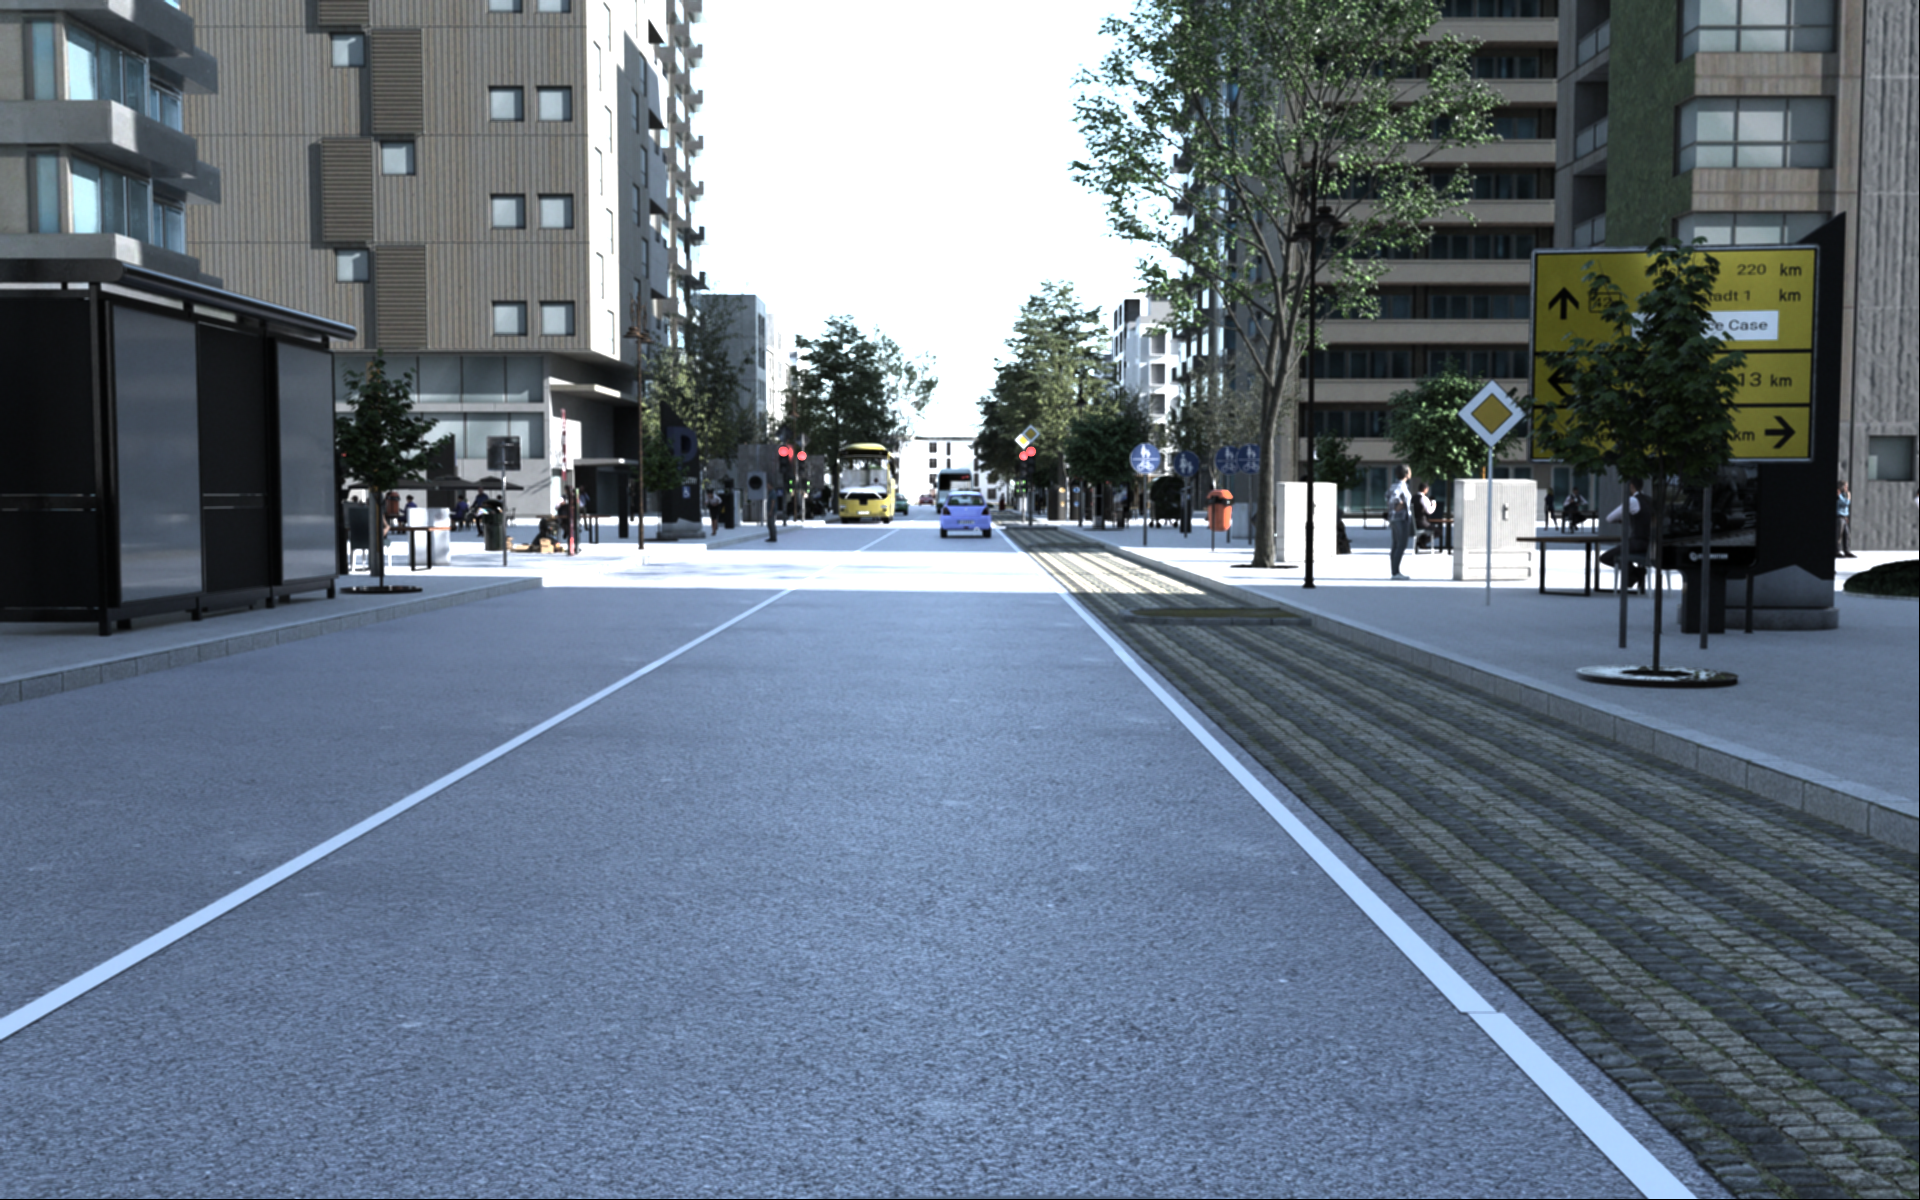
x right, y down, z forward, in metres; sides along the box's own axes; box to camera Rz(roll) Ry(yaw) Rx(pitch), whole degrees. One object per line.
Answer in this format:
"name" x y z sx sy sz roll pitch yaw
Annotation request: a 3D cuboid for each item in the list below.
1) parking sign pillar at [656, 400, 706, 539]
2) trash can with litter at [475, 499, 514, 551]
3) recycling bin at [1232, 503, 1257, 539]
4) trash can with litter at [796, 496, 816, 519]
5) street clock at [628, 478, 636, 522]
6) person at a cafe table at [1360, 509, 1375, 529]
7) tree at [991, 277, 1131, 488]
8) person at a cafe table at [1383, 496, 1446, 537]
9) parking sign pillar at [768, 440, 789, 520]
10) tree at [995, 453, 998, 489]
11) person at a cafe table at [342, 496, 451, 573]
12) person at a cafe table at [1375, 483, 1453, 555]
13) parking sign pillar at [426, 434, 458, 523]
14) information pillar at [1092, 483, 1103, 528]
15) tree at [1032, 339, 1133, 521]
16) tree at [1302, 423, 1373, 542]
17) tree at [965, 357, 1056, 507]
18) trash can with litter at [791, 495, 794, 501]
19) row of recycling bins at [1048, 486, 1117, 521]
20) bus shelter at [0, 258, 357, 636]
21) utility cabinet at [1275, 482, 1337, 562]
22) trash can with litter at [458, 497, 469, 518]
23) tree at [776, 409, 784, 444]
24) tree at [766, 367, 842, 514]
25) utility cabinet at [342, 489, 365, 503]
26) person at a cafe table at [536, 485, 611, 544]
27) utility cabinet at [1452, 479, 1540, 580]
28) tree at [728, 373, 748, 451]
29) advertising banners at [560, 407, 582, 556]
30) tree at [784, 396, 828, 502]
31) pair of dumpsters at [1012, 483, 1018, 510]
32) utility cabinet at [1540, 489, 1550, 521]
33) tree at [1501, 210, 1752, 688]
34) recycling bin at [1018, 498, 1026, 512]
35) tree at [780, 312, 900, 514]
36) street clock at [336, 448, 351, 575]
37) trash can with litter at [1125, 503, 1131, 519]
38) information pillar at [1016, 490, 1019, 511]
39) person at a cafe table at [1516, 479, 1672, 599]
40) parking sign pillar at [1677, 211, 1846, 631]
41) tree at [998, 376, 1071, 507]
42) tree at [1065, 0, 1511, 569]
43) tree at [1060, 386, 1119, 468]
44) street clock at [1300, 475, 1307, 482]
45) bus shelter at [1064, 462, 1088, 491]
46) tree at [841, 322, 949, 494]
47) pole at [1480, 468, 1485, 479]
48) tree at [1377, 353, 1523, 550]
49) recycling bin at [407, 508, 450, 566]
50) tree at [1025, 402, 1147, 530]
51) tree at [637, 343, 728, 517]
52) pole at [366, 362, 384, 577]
"parking sign pillar" -8.107 -3.778 50.240 1.447 3.967 1.447 2 4 29
"trash can with litter" -10.542 -1.709 39.330 0.624 1.170 1.055 0 4 3
"recycling bin" 8.311 -2.281 49.856 0.722 1.027 0.722 -2 4 -31
"trash can with litter" -7.861 -4.675 87.829 1.055 1.170 0.624 -1 4 -22
"street clock" -15.175 -4.619 80.088 0.358 2.002 0.471 -1 4 -21
"person at a cafe table" 15.588 -3.376 63.712 1.622 1.524 1.698 1 4 10
"tree" 4.972 -10.601 91.448 7.486 12.596 7.792 0 3 0
"person at a cafe table" 13.684 -2.466 51.183 1.698 1.238 1.726 -1 4 -14
"parking sign pillar" -9.232 -5.967 86.038 1.447 3.967 1.447 -2 4 -32
"tree" 5.012 -13.456 170.373 4.360 8.622 3.978 0 3 0
"person at a cafe table" -9.577 -1.091 28.699 1.698 1.238 1.726 0 4 4
"person at a cafe table" 10.092 -1.732 36.836 1.622 1.524 1.698 -2 4 -27
"parking sign pillar" -23.269 -5.465 77.819 1.447 3.967 1.447 0 4 3
"information pillar" 5.183 -3.717 65.263 0.304 2.012 0.304 -1 4 -17
"tree" 5.200 -8.035 81.740 4.737 8.622 4.395 0 3 0
"tree" 9.901 -3.164 46.331 1.663 3.219 1.824 0 3 0
"tree" 5.198 -15.474 159.658 9.857 13.997 8.962 0 3 0
"trash can with litter" -10.397 -5.981 108.850 1.678 1.210 2.233 -1 4 -9
"row of recycling bins" 5.990 -4.699 83.937 3.534 1.692 1.069 -1 4 -10
"bus shelter" -8.488 -2.403 16.924 2.179 5.291 8.768 0 3 0
"utility cabinet" 6.534 -1.467 32.660 1.173 1.500 0.318 -2 4 -25
"trash can with litter" -22.855 -4.178 79.699 0.624 1.170 1.055 -1 4 -23
"tree" -14.511 -10.235 117.697 4.360 8.622 3.978 0 3 0
"tree" -9.213 -9.148 99.929 4.737 8.622 4.395 0 3 0
"utility cabinet" -27.844 -4.310 79.154 1.173 1.500 0.318 0 4 -7
"person at a cafe table" -10.025 -2.207 44.604 1.698 1.524 1.622 -2 4 -24
"utility cabinet" 7.890 -1.031 25.543 1.173 1.500 0.318 -1 4 -12
"tree" -14.052 -9.000 97.519 4.737 8.622 4.395 0 3 0
"advertising banners" -8.110 -2.439 36.063 0.090 3.025 2.074 0 4 -3
"tree" -11.541 -10.780 126.613 4.360 8.622 3.978 0 3 0
"pair of dumpsters" 5.017 -8.400 139.839 1.574 2.255 4.437 0 3 0
"utility cabinet" 26.698 -4.374 80.194 1.173 1.500 0.318 2 4 28
"tree" 4.885 -1.061 11.948 1.663 3.219 1.824 0 3 0
"recycling bin" 4.652 -6.987 126.795 0.722 1.027 0.722 -1 4 -13
"tree" -7.563 -11.626 108.208 7.486 12.596 7.792 0 3 0
"street clock" -9.857 -1.404 27.523 0.358 2.002 0.471 0 4 -3
"trash can with litter" 8.406 -4.805 89.941 0.624 1.170 1.055 -2 4 -26
"information pillar" 4.595 -7.989 135.108 0.304 2.012 0.304 -1 4 -23
"person at a cafe table" 8.279 -0.821 21.934 1.698 1.524 1.622 -2 4 -30
"parking sign pillar" 7.797 -1.735 16.839 1.447 3.967 1.447 0 4 4
"tree" 5.255 -9.315 102.658 4.360 8.622 3.978 0 3 0
"tree" 5.447 -6.359 29.720 9.928 11.665 9.643 0 3 0
"tree" 11.312 -12.993 146.848 7.601 10.594 8.767 0 4 4
"street clock" 13.274 -3.782 66.408 0.471 2.002 0.358 -1 4 -21
"bus shelter" 7.834 -7.847 119.588 1.731 3.624 6.357 0 3 0
"tree" -7.433 -20.380 189.101 12.611 20.169 13.585 0 3 0
"pole" 21.087 -4.654 69.938 0.158 3.312 0.155 0 3 0
"tree" 11.387 -3.481 40.623 4.285 4.588 4.351 0 3 0
"recycling bin" -9.633 -1.152 31.389 0.722 1.027 0.722 -1 4 -18
"tree" 5.092 -4.755 61.464 4.285 4.588 4.351 0 3 0
"tree" -13.742 -8.197 84.378 4.737 8.622 4.395 0 3 0
"pole" -9.054 -2.017 26.815 0.158 3.312 0.155 0 3 0
